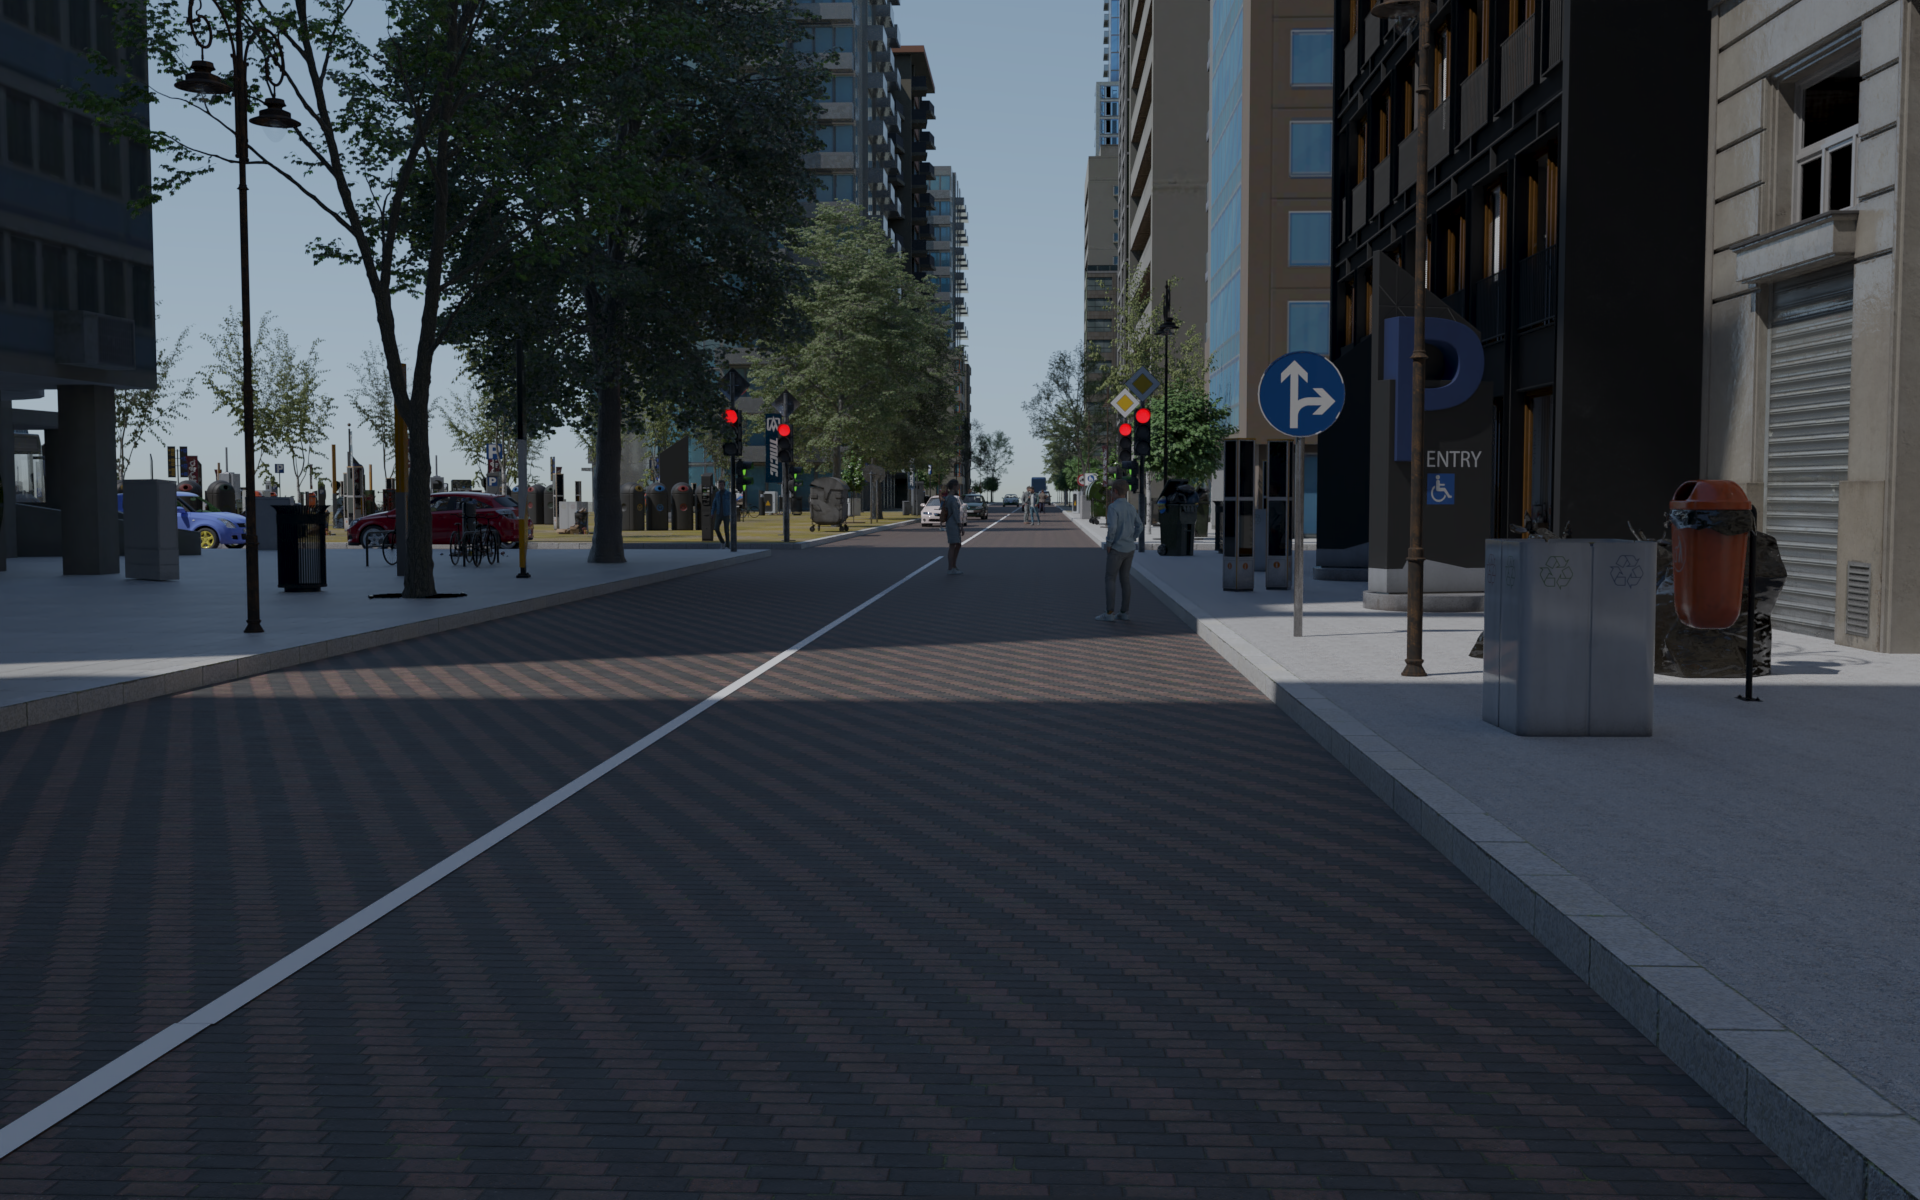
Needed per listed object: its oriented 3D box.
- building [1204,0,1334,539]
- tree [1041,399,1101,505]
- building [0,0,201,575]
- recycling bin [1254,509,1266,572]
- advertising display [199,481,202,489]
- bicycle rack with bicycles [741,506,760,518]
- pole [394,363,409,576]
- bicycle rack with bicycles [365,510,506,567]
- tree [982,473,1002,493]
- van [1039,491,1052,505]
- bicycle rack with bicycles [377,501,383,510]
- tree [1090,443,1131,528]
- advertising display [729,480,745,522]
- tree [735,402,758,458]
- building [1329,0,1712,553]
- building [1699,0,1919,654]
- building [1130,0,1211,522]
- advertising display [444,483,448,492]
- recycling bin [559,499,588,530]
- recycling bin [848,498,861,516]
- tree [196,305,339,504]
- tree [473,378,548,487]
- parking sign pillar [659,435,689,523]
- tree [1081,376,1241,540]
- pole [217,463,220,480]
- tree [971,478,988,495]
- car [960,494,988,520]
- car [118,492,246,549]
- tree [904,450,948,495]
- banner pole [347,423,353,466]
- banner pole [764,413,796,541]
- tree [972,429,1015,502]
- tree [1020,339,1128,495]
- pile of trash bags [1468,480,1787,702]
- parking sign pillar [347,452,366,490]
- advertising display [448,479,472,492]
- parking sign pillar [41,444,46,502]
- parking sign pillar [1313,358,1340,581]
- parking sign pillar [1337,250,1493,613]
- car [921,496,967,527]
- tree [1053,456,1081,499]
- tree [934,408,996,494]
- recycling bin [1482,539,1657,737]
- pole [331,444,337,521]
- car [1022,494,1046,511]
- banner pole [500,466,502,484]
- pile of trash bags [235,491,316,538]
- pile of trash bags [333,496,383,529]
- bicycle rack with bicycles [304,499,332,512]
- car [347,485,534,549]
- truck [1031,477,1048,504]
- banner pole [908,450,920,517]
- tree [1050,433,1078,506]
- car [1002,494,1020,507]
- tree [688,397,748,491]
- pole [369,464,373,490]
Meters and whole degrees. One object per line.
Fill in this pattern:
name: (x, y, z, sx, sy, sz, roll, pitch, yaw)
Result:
building: (15.550, -24.735, 54.526, 14.200, 45.320, 14.600, 0, 4, 3)
tree: (13.078, -17.600, 205.889, 7.486, 12.596, 7.792, 0, 3, 0)
building: (-25.057, -20.166, 21.600, 23.993, 40.220, 32.217, 0, 4, 3)
recycling bin: (4.930, -1.008, 29.027, 0.722, 1.027, 0.722, 2, 4, 29)
advertising display: (-36.556, -4.746, 82.808, 0.123, 1.923, 0.974, 0, 4, 7)
bicycle rack with bicycles: (-12.270, -4.906, 93.600, 2.925, 0.926, 2.852, 0, 3, 0)
pole: (-8.726, -2.033, 27.077, 0.158, 3.312, 0.155, 0, 3, 0)
bicycle rack with bicycles: (-9.427, -1.118, 31.659, 2.852, 0.926, 2.925, 0, 4, 5)
tree: (4.875, -17.367, 267.655, 4.285, 4.588, 4.351, 0, 3, 0)
van: (10.869, -13.249, 223.629, 2.013, 2.044, 4.112, 0, 4, 1)
bicycle rack with bicycles: (-30.759, -4.777, 91.482, 2.852, 0.926, 2.925, -2, 4, -29)
tree: (5.965, -4.357, 65.842, 1.663, 3.219, 1.824, 0, 3, 0)
advertising display: (-10.312, -4.580, 80.091, 0.974, 1.923, 0.123, 3, 5, 41)
tree: (-15.321, -9.787, 110.381, 4.737, 8.622, 4.395, 0, 3, 0)
building: (13.226, -12.028, 26.330, 12.332, 23.373, 15.834, 0, 4, 3)
building: (14.201, -10.368, 2.798, 16.112, 22.955, 30.059, 0, 4, 3)
building: (19.751, -28.335, 86.986, 21.300, 48.544, 21.600, 0, 4, 3)
advertising display: (-30.225, -5.844, 100.767, 0.974, 1.923, 0.123, 1, 4, 10)
recycling bin: (-12.969, -2.790, 58.179, 0.722, 1.027, 0.722, 1, 4, 18)
recycling bin: (-6.318, -5.484, 102.213, 0.722, 1.027, 0.722, -2, 4, -24)
tree: (-27.812, -7.218, 68.379, 4.737, 8.622, 4.395, 0, 3, 0)
tree: (-26.413, -9.227, 101.230, 4.360, 8.622, 3.978, 0, 3, 0)
parking sign pillar: (-12.891, -5.480, 78.075, 1.447, 3.967, 1.447, -1, 4, -13)
tree: (6.214, -3.970, 48.622, 4.285, 4.588, 4.351, 0, 3, 0)
pole: (-47.974, -7.238, 112.182, 0.158, 3.312, 0.155, 0, 3, 0)
tree: (2.043, -13.559, 216.295, 1.663, 3.219, 1.824, 0, 3, 0)
car: (0.639, -5.385, 97.827, 2.009, 1.686, 4.222, 0, 4, 4)
car: (-19.900, -2.111, 44.109, 3.694, 1.707, 1.945, 0, 4, 3)
tree: (-2.543, -8.838, 128.211, 4.285, 4.588, 4.351, 0, 3, 0)
banner pole: (-21.386, -4.332, 60.848, 0.401, 3.779, 0.863, -2, 4, -28)
banner pole: (-4.917, -3.500, 47.244, 0.863, 3.779, 0.401, 0, 4, 7)
tree: (5.199, -21.467, 276.737, 9.928, 11.665, 9.643, 0, 3, 0)
tree: (7.606, -10.328, 103.278, 8.767, 10.594, 7.601, 1, 4, 9)
pile of trash bags: (4.822, -0.149, 12.182, 1.912, 1.369, 3.447, 0, 4, 6)
parking sign pillar: (-38.464, -7.458, 110.410, 1.447, 3.967, 1.447, 1, 4, 15)
advertising display: (-21.932, -4.343, 76.228, 0.123, 1.923, 0.974, 3, 5, 42)
parking sign pillar: (-35.044, -4.811, 67.132, 1.447, 3.967, 1.447, 2, 4, 35)
parking sign pillar: (6.038, -2.290, 25.919, 1.447, 3.967, 1.447, 2, 4, 27)
parking sign pillar: (5.263, -1.887, 19.329, 1.447, 3.967, 1.447, -1, 4, -16)
car: (-0.676, -3.967, 77.214, 2.083, 1.381, 4.827, 0, 4, 3)
tree: (9.318, -9.060, 131.837, 4.285, 4.588, 4.351, 0, 3, 0)
tree: (0.464, -15.513, 188.048, 7.601, 10.594, 8.767, 0, 4, 7)
recycling bin: (3.318, 0.188, 9.474, 0.722, 1.027, 0.722, 0, 4, 1)
pole: (-25.646, -4.719, 70.993, 0.158, 3.312, 0.155, 0, 3, 0)
car: (6.141, -8.350, 145.566, 2.155, 1.783, 4.494, 0, 4, 4)
banner pole: (-31.535, -7.872, 118.724, 0.863, 3.779, 0.401, -2, 4, -24)
pile of trash bags: (-19.919, -2.449, 49.799, 1.912, 1.369, 3.447, -1, 4, -11)
pile of trash bags: (-21.681, -3.389, 65.155, 1.912, 1.369, 3.447, 3, 5, 41)
bicycle rack with bicycles: (-42.919, -6.337, 116.999, 2.852, 0.926, 2.925, -2, 4, -24)
car: (-12.754, -2.042, 42.431, 4.494, 1.783, 2.155, 0, 4, 4)
truck: (12.318, -16.979, 267.361, 2.967, 4.110, 18.799, 0, 4, 1)
banner pole: (-2.642, -6.674, 99.141, 0.863, 3.779, 0.401, 2, 4, 33)
tree: (11.808, -14.872, 193.526, 4.360, 8.622, 3.978, 0, 3, 0)
car: (5.762, -11.242, 195.600, 2.131, 1.459, 4.920, 0, 4, 2)
tree: (-14.396, -9.337, 103.019, 4.360, 8.622, 3.978, 0, 3, 0)
pole: (-40.274, -7.619, 118.409, 0.158, 3.312, 0.155, 0, 3, 0)
